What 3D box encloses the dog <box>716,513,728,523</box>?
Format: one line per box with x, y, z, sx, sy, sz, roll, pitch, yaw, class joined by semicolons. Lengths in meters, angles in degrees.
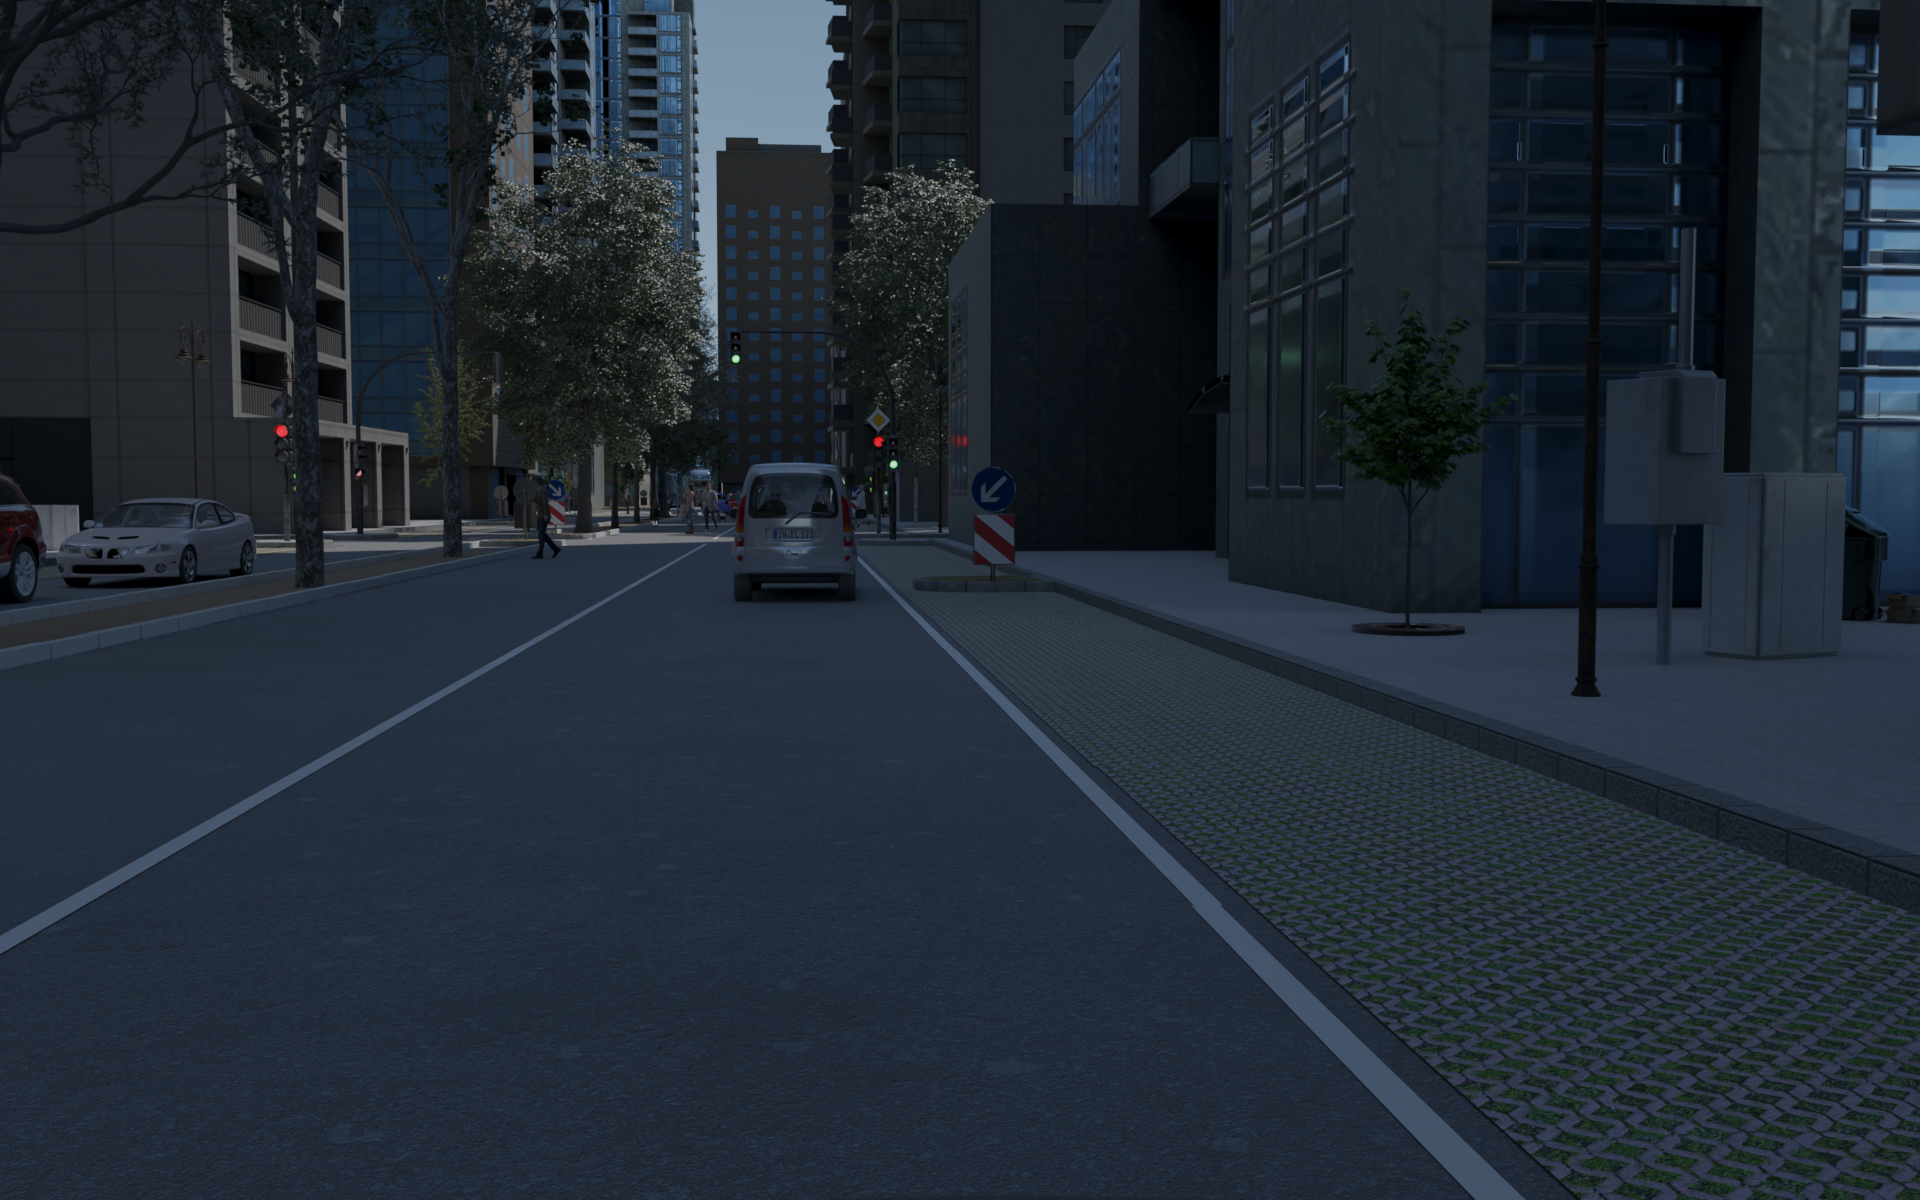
-11.599;-3.984;84.421;0.406;0.507;0.540;1;4;19;dog

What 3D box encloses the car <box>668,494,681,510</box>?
-25.506;-8.914;155.523;2.009;1.686;4.222;0;4;-6;car

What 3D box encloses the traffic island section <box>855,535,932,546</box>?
-1.874;-1.619;48.755;2.009;0.180;2.903;0;4;-5;traffic island section

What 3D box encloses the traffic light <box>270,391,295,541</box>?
-18.300;-3.555;47.051;0.839;4.253;0.868;0;4;-5;traffic light

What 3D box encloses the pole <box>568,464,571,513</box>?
-26.797;-7.646;118.853;0.158;3.312;0.155;0;3;0;pole

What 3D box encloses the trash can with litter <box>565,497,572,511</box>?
-29.192;-7.144;128.198;1.055;1.170;0.624;-1;4;-17;trash can with litter

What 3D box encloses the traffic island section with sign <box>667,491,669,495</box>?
-31.109;-10.683;183.290;1.989;1.847;2.006;0;4;-5;traffic island section with sign

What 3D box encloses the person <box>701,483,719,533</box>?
-9.246;-3.409;64.083;0.661;1.843;0.795;1;4;15;person

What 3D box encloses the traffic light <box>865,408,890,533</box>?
-2.679;-4.139;56.585;0.839;4.253;0.868;0;4;-5;traffic light

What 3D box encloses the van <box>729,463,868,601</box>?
-2.311;-1.078;24.633;2.013;2.044;4.112;0;4;-4;van

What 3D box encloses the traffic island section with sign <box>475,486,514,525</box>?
-21.154;-4.351;79.770;1.989;1.847;2.006;0;4;-5;traffic island section with sign

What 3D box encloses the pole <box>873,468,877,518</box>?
-4.498;-6.002;91.977;0.158;3.312;0.155;0;3;0;pole

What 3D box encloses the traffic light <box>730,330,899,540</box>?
-3.989;-4.503;48.296;4.771;5.953;1.251;0;4;-5;traffic light

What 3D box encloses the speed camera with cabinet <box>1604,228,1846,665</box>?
5.967;-1.170;13.459;2.038;3.252;0.660;-2;4;-26;speed camera with cabinet

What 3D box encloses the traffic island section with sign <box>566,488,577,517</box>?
-23.755;-6.008;106.855;1.989;1.847;2.006;0;4;-5;traffic island section with sign

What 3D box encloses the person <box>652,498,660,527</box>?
-13.279;-3.825;75.706;0.362;1.253;0.373;1;4;13;person

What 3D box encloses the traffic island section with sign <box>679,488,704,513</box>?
-20.047;-7.464;130.179;2.006;1.907;1.989;0;4;-5;traffic island section with sign

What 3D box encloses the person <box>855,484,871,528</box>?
-4.106;-3.964;73.187;0.818;1.842;0.514;-2;4;-26;person

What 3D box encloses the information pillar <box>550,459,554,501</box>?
-25.832;-7.233;109.617;0.183;3.616;0.504;0;4;7;information pillar

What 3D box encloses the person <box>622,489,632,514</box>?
-23.551;-6.945;122.455;0.661;1.777;0.834;1;4;13;person

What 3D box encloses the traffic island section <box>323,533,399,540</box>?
-19.105;-2.009;55.131;2.009;0.180;2.903;0;4;-5;traffic island section

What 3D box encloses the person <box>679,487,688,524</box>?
-13.202;-4.519;82.942;0.519;1.759;0.362;-2;4;-28;person

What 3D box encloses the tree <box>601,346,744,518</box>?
-17.921;-11.318;104.510;9.611;12.733;9.660;0;3;0;tree

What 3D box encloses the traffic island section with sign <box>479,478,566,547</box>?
-12.147;-2.439;48.011;2.006;1.907;1.989;0;4;-5;traffic island section with sign

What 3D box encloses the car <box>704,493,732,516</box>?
-16.041;-6.408;114.358;1.945;1.707;3.694;0;4;-6;car

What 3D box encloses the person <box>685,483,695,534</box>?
-9.734;-3.300;62.458;0.388;1.821;0.555;-1;4;-12;person

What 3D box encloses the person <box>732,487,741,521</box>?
-12.086;-5.239;94.025;0.748;1.841;0.638;-1;4;-16;person

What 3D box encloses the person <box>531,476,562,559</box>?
-9.246;-1.839;38.484;0.656;1.842;0.836;3;5;41;person

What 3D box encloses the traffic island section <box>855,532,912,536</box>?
-2.639;-2.105;56.703;2.009;0.180;2.903;0;4;-5;traffic island section

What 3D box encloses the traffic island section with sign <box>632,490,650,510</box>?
-28.518;-9.042;156.459;1.989;1.847;2.006;0;4;-5;traffic island section with sign

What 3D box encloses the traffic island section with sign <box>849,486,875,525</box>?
-5.042;-4.474;81.775;1.989;1.847;2.006;0;4;-5;traffic island section with sign

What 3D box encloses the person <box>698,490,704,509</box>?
-24.368;-9.504;163.893;1.348;1.823;0.705;3;5;41;person

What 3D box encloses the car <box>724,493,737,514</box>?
-16.027;-7.061;124.483;2.155;1.783;4.494;0;4;-7;car

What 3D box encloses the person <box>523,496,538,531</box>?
-16.595;-3.587;67.108;0.822;1.834;0.622;-3;5;-42;person

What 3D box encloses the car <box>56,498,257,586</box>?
-13.105;-0.988;28.508;2.083;1.381;4.827;0;4;-5;car

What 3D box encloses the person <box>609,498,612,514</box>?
-23.361;-6.268;115.988;0.505;1.210;0.382;3;5;43;person

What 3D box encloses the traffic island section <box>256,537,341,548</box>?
-18.340;-1.523;47.182;2.009;0.180;2.903;0;4;-5;traffic island section

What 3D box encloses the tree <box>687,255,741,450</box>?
-14.299;-9.703;71.464;12.009;13.543;11.850;0;3;0;tree

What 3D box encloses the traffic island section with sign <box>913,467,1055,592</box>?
0.310;-1.065;26.045;1.989;1.847;2.006;0;4;-5;traffic island section with sign

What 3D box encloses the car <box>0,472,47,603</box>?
-13.148;-0.764;21.170;2.281;1.827;5.304;0;4;-5;car

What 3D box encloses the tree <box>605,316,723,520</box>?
-16.760;-10.186;94.758;9.928;11.665;9.643;0;3;0;tree

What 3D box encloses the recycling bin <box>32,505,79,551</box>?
-20.589;-1.644;39.427;0.722;1.027;0.722;2;4;29;recycling bin

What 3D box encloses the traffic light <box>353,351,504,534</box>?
-16.990;-4.928;55.234;4.771;5.953;1.251;0;4;-5;traffic light

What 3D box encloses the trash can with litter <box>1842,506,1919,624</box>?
9.319;-0.375;17.513;0.624;1.170;1.055;-3;5;-39;trash can with litter

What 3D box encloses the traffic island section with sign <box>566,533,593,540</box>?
-12.847;-2.890;55.385;2.006;1.907;1.989;0;4;-5;traffic island section with sign

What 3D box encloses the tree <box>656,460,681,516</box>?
-18.483;-9.815;113.290;4.360;8.622;3.978;0;3;0;tree
